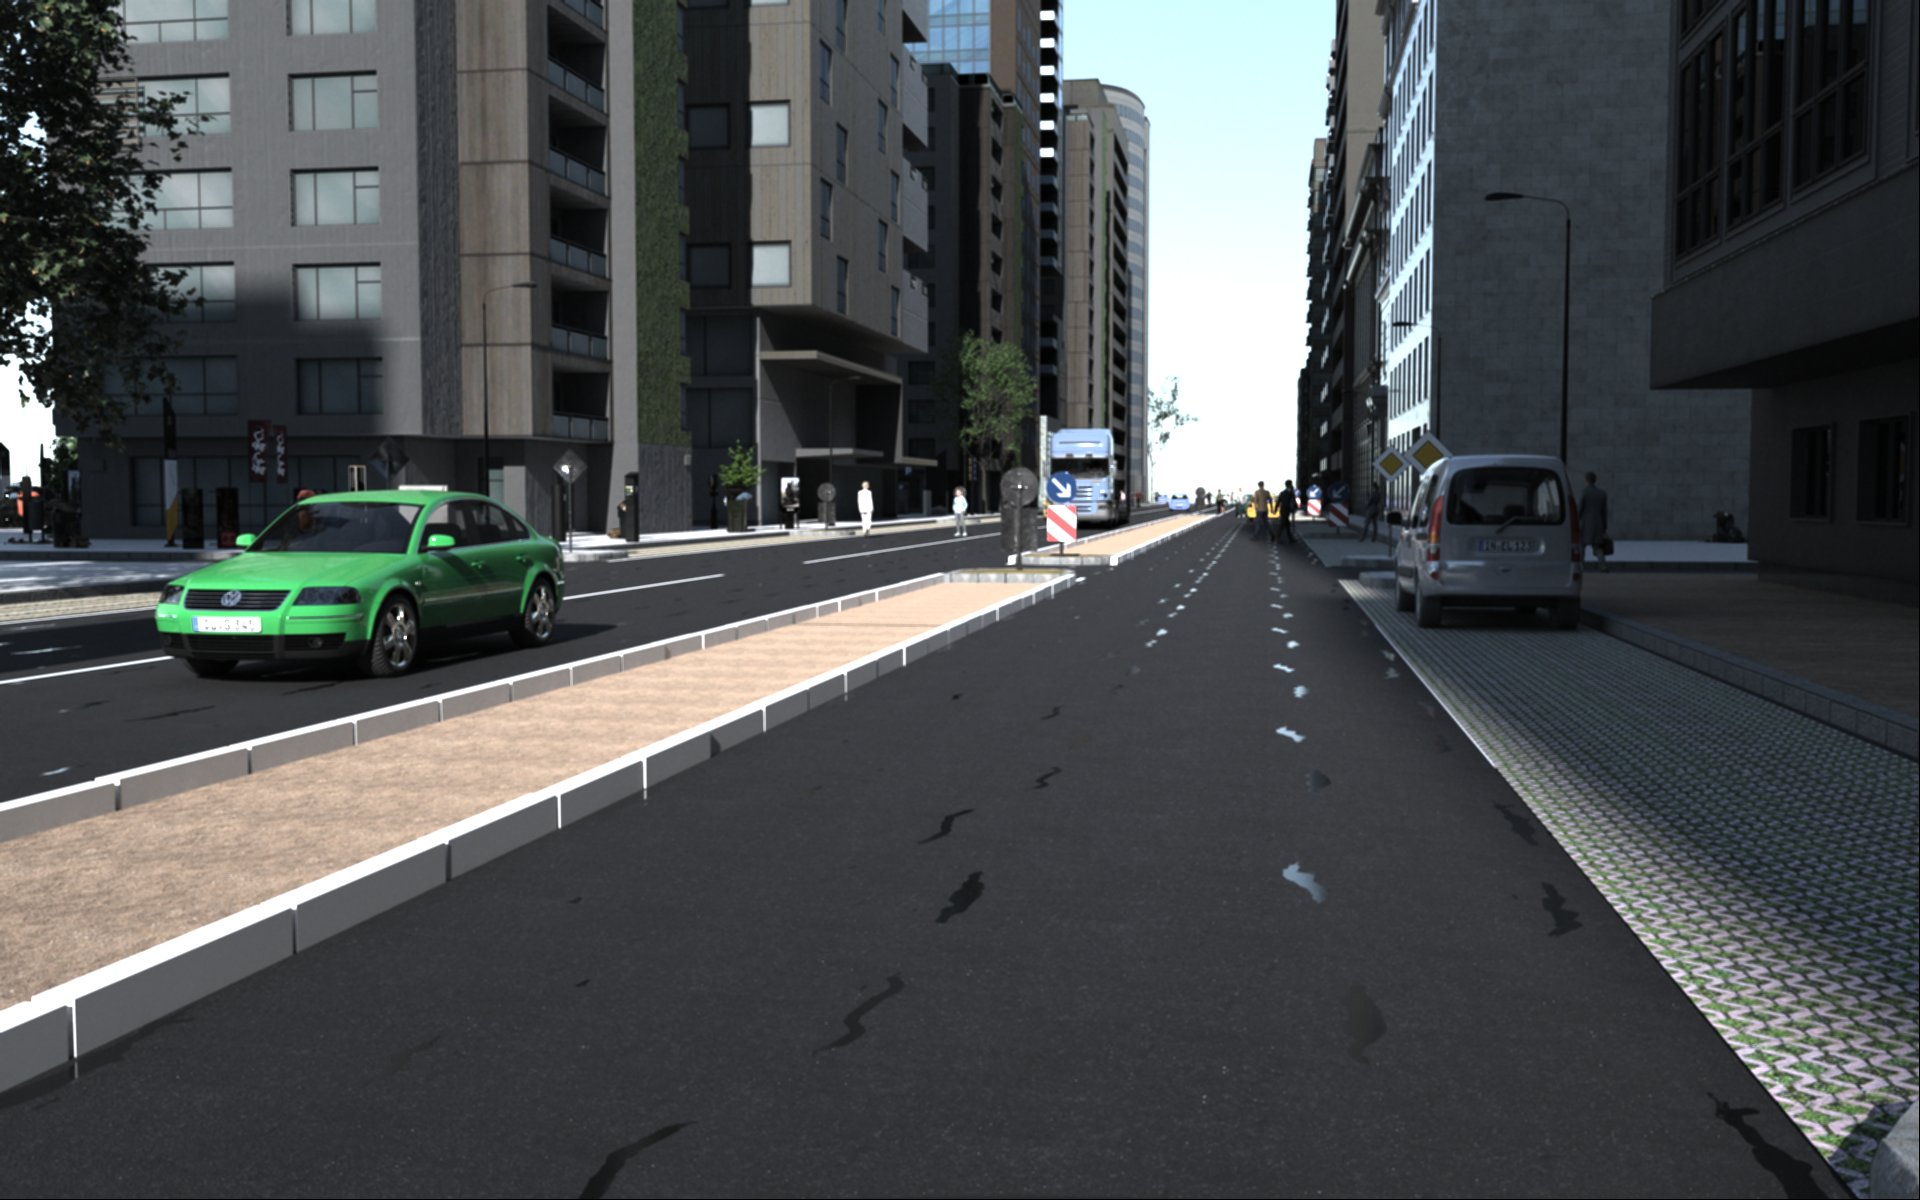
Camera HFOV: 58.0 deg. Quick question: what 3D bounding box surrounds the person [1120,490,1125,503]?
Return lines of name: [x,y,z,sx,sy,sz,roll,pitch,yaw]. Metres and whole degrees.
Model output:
person: [12.087,-7.329,129.275,0.436,1.711,0.756,2,4,29]

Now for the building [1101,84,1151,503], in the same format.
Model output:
building: [15.599,-43.171,247.848,21.231,58.520,28.212,1,4,10]

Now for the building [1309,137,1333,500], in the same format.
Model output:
building: [47.748,-31.609,200.405,14.154,41.232,14.086,1,4,10]

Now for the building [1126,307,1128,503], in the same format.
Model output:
building: [14.296,-27.785,225.978,14.160,30.474,14.107,1,4,10]

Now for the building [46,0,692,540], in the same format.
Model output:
building: [-17.290,-22.576,52.715,14.154,41.232,14.086,1,4,10]

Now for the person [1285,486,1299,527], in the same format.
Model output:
person: [14.511,-4.110,75.800,0.616,1.811,0.778,3,5,44]

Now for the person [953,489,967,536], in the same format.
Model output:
person: [-0.022,-3.013,59.568,0.589,1.601,0.330,3,5,41]

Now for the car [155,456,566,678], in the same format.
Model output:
car: [-4.999,-0.380,15.006,1.959,1.807,4.718,1,4,10]

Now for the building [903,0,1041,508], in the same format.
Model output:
building: [-1.523,-29.633,134.604,14.600,45.320,14.200,1,4,10]

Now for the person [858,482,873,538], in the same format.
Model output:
person: [-3.088,-2.954,56.675,0.514,1.842,0.818,0,4,2]

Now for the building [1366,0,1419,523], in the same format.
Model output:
building: [24.805,-17.566,73.113,13.634,28.700,20.117,1,4,10]

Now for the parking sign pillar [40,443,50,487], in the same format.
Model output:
parking sign pillar: [-48.728,-6.348,92.258,1.447,3.967,1.447,-2,4,-31]

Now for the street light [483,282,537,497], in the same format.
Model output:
street light: [-9.933,-4.012,38.129,1.470,5.913,1.316,1,4,10]

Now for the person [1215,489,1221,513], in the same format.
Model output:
person: [19.690,-7.541,131.797,0.705,1.823,1.348,0,4,-4]

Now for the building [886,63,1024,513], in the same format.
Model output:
building: [-3.476,-21.332,120.476,14.160,30.474,14.107,1,4,10]

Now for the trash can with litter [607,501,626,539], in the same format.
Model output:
trash can with litter: [-9.718,-2.343,49.693,1.055,1.170,0.624,3,4,37]

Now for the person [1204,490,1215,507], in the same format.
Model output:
person: [26.818,-10.878,186.380,1.348,1.821,0.705,0,4,3]

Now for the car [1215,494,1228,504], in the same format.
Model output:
car: [39.239,-15.350,259.762,1.959,1.807,4.718,1,4,9]

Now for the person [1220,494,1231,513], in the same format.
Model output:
person: [19.575,-7.104,127.831,0.628,1.438,0.799,3,4,36]

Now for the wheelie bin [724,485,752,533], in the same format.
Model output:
wheelie bin: [-7.427,-3.052,57.812,0.980,1.594,0.693,0,4,4]

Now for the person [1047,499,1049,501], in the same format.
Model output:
person: [6.806,-7.168,126.409,0.721,1.736,1.217,-3,5,-39]

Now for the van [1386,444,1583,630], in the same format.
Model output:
van: [5.917,-0.775,19.678,2.013,2.044,4.112,1,4,10]

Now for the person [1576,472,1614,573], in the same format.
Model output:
person: [10.852,-1.299,29.840,0.694,1.812,0.767,-1,4,-16]

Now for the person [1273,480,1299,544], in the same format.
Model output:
person: [9.496,-2.565,50.212,0.755,1.850,0.659,0,4,-2]

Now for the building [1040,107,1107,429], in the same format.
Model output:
building: [7.507,-30.330,179.486,14.154,41.232,14.086,1,4,10]

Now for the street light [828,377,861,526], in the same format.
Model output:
street light: [-4.593,-5.886,68.778,1.470,5.913,1.316,1,4,10]

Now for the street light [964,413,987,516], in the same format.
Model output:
street light: [0.832,-7.760,99.411,1.470,5.913,1.316,1,4,10]

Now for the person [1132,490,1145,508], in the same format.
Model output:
person: [18.153,-10.269,176.358,1.348,1.831,0.705,0,4,5]

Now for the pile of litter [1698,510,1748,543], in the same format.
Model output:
pile of litter: [20.386,-1.949,45.838,1.176,0.858,1.719,-1,4,-11]

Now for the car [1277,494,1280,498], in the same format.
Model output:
car: [46.308,-14.671,248.674,1.959,1.807,4.718,1,4,10]

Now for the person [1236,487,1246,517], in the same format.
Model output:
person: [17.324,-6.024,106.837,0.661,1.843,0.795,1,4,17]

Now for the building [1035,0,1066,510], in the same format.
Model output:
building: [-1.198,-51.628,156.786,22.319,86.520,31.000,1,4,10]

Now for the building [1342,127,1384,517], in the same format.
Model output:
building: [28.403,-15.535,95.799,13.314,21.916,24.055,1,4,10]

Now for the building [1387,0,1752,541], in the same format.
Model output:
building: [19.719,-12.274,55.433,10.420,20.320,16.860,1,4,10]

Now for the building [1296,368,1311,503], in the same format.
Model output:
building: [62.817,-24.736,249.468,27.650,21.520,28.899,1,4,10]

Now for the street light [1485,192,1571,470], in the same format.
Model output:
street light: [8.764,-3.313,26.706,1.470,5.913,1.316,1,4,10]

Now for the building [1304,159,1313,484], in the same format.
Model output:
building: [55.418,-34.628,220.786,22.147,44.769,28.867,1,4,10]

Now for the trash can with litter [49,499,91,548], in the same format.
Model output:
trash can with litter: [-21.220,-1.836,41.399,1.055,1.170,0.624,1,4,23]

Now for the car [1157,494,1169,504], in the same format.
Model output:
car: [29.666,-14.947,253.967,1.945,1.707,3.694,1,4,12]

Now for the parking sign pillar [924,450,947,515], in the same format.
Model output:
parking sign pillar: [-1.492,-7.081,104.254,1.447,3.967,1.447,-1,4,-15]

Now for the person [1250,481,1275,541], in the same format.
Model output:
person: [9.325,-2.737,53.168,0.836,1.842,0.656,3,5,40]

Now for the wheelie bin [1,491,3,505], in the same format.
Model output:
wheelie bin: [-38.736,-3.851,70.876,0.980,1.594,0.693,1,4,21]

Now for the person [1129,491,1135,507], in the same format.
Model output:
person: [18.589,-10.854,186.419,0.568,1.767,0.683,3,5,44]

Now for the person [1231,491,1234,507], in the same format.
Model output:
person: [29.841,-11.090,190.538,0.721,1.743,1.217,0,4,4]

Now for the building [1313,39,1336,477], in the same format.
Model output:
building: [46.391,-33.412,165.896,23.786,49.044,30.456,1,4,10]

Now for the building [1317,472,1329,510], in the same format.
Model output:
building: [45.407,-27.320,138.557,32.217,40.220,23.993,1,4,10]

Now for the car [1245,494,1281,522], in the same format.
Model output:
car: [15.653,-4.818,88.990,2.015,1.641,3.980,1,4,12]

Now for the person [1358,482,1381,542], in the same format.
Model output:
person: [12.186,-2.616,51.552,0.573,1.790,0.520,3,4,36]

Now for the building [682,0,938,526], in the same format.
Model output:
building: [-16.730,-30.104,81.443,28.713,52.752,27.495,1,4,10]

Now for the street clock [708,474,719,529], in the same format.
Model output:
street clock: [-8.956,-3.577,63.051,0.358,2.002,0.471,-2,4,-33]

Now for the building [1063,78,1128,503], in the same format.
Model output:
building: [8.583,-35.711,207.571,21.300,48.544,21.600,1,4,10]

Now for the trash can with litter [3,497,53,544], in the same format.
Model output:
trash can with litter: [-24.249,-2.086,45.164,2.233,1.210,1.678,2,4,27]

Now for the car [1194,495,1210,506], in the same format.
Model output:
car: [29.480,-12.098,210.168,2.083,1.381,4.827,1,4,11]

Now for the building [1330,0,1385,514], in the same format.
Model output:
building: [36.491,-30.157,116.765,21.300,48.544,21.600,1,4,10]

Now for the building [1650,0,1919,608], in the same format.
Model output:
building: [15.088,-13.387,12.390,14.314,27.812,24.014,1,4,10]

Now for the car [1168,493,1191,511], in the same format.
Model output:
car: [18.850,-8.501,148.580,1.945,1.707,3.694,1,4,8]

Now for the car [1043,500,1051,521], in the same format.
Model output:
car: [5.463,-5.013,92.182,2.015,1.641,3.980,1,4,9]

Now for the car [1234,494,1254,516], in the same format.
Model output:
car: [18.928,-6.194,113.069,2.131,1.459,4.920,1,4,10]
